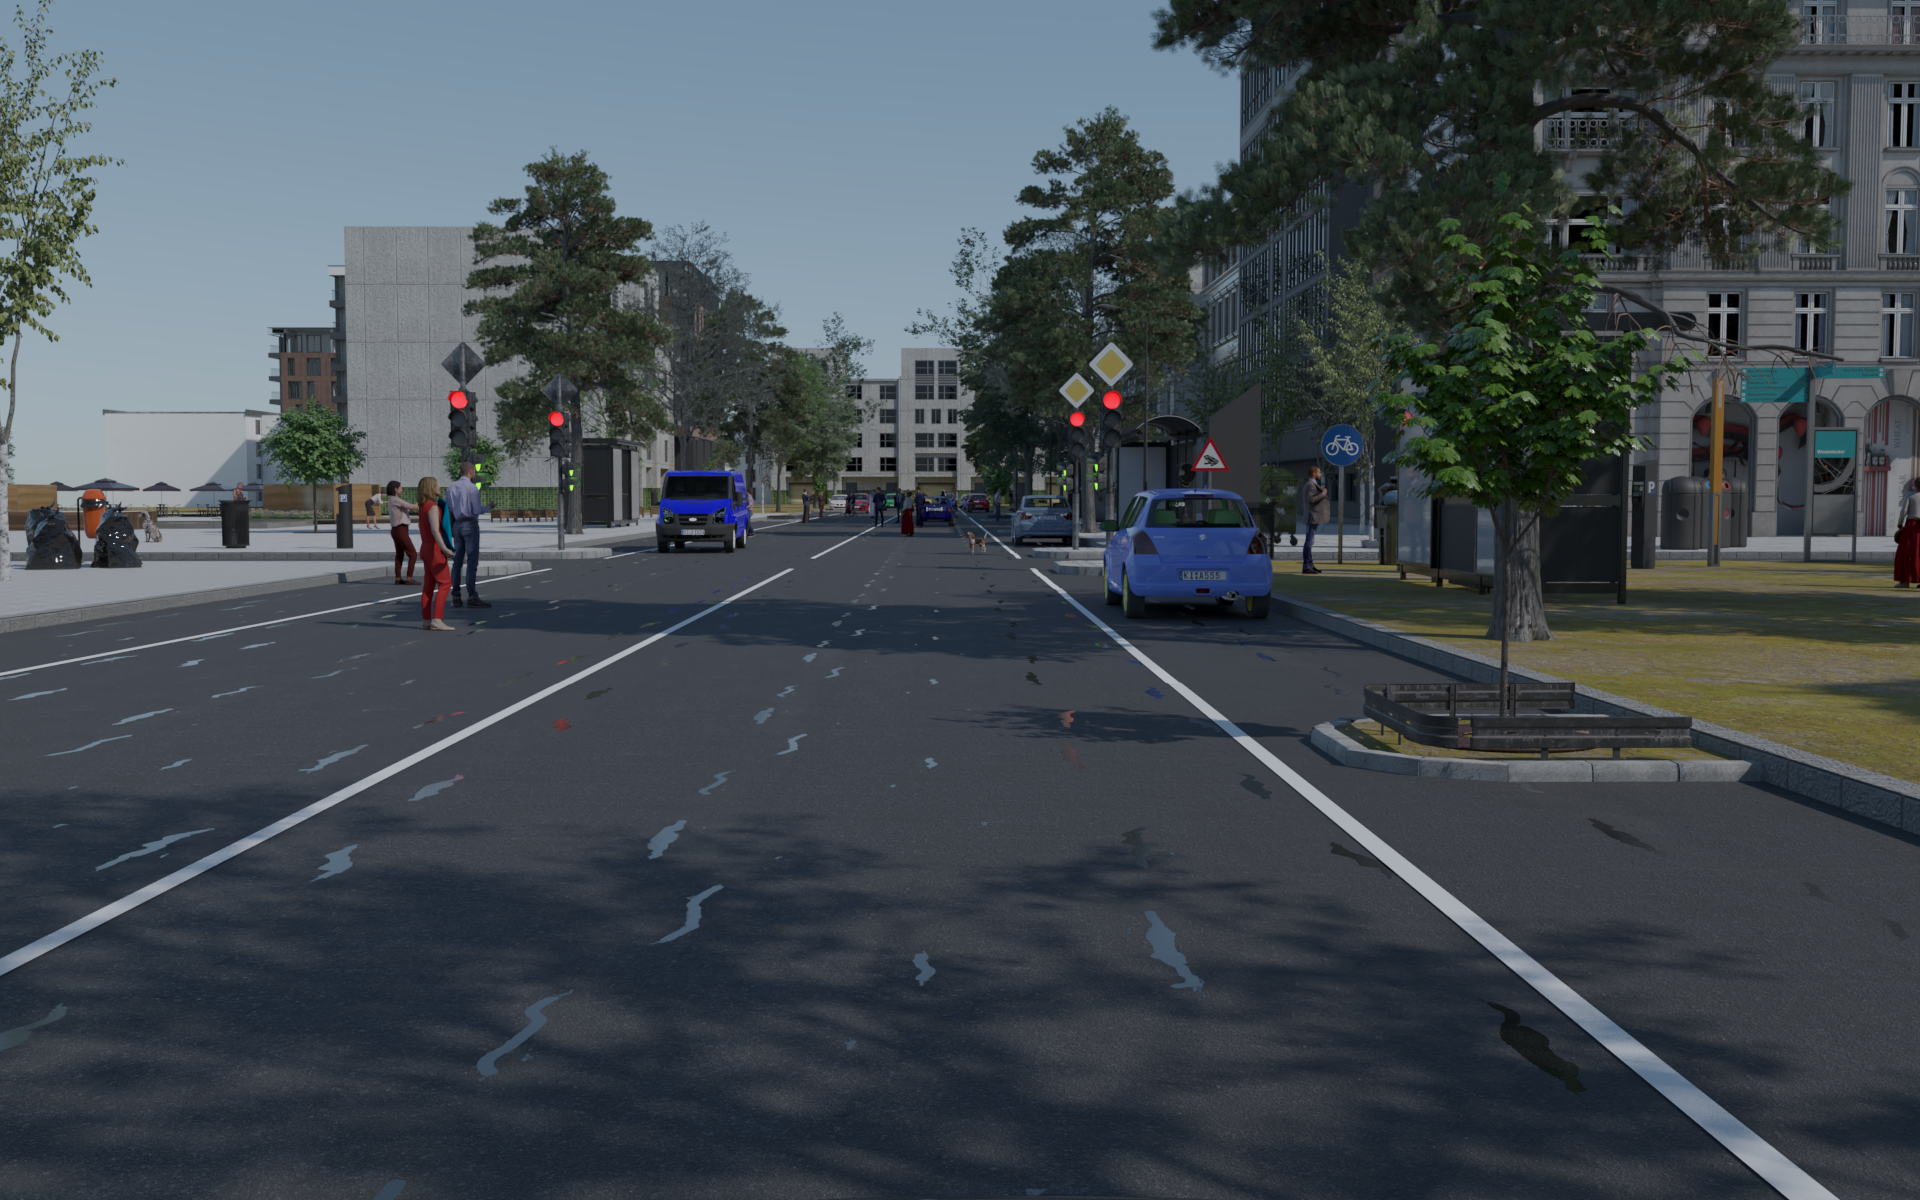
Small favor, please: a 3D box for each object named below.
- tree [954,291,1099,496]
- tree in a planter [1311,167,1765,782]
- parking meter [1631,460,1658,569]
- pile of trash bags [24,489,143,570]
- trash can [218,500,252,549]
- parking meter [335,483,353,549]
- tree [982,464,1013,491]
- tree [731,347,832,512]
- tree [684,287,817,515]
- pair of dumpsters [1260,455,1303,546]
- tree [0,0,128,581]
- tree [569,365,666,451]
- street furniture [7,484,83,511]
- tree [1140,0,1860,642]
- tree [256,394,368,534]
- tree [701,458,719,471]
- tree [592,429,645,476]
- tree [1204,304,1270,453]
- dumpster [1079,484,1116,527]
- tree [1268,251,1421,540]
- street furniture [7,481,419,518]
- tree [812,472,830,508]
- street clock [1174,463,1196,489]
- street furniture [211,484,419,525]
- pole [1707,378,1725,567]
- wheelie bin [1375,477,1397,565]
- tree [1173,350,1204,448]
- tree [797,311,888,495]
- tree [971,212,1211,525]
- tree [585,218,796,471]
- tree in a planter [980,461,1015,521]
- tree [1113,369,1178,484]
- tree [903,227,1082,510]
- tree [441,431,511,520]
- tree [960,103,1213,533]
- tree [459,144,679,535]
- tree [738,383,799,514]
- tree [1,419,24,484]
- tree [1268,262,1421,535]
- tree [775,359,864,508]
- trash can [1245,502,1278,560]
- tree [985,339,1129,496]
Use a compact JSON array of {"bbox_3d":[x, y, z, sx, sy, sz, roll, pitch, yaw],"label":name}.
[{"bbox_3d":[4.302,-12.107,104.606,9.857,13.997,8.962,0,3,0],"label":"tree"},{"bbox_3d":[3.021,-0.752,9.521,1.991,3.239,1.994,0,4,-1],"label":"tree in a planter"},{"bbox_3d":[11.740,-1.469,29.734,0.399,1.863,0.255,-2,4,-32],"label":"parking meter"},{"bbox_3d":[-15.640,-1.300,31.005,1.912,1.369,3.447,-1,4,-22],"label":"pile of trash bags"},{"bbox_3d":[-17.106,-1.788,40.887,0.748,1.137,0.748,0,3,0],"label":"trash can"},{"bbox_3d":[-14.469,-1.975,40.704,0.372,1.533,0.369,0,3,0],"label":"parking meter"},{"bbox_3d":[3.489,-10.775,159.888,4.285,4.588,4.351,0,3,0],"label":"tree"},{"bbox_3d":[-12.606,-11.970,121.469,9.928,11.665,9.643,0,3,0],"label":"tree"},{"bbox_3d":[-12.656,-12.056,104.539,7.806,13.903,7.818,0,3,0],"label":"tree"},{"bbox_3d":[7.719,-2.591,44.851,1.574,2.255,4.436,0,4,0],"label":"pair of dumpsters"},{"bbox_3d":[-14.316,-4.588,25.382,4.737,8.622,4.395,0,3,0],"label":"tree"},{"bbox_3d":[-21.038,-10.891,103.829,9.928,11.665,9.643,0,3,0],"label":"tree"},{"bbox_3d":[-43.819,-4.392,78.671,11.010,1.723,9.812,-1,4,-9],"label":"street furniture"},{"bbox_3d":[4.847,-5.683,14.976,6.751,12.117,7.091,0,3,0],"label":"tree"},{"bbox_3d":[-21.279,-4.479,56.942,4.285,4.588,4.351,0,3,0],"label":"tree"},{"bbox_3d":[-13.370,-5.949,91.874,1.663,3.219,1.824,0,3,0],"label":"tree"},{"bbox_3d":[-17.437,-6.273,86.274,4.285,4.588,4.351,0,3,0],"label":"tree"},{"bbox_3d":[11.686,-7.004,64.881,4.737,8.622,4.395,0,3,0],"label":"tree"},{"bbox_3d":[5.186,-3.629,65.100,1.264,1.857,1.865,0,4,-1],"label":"dumpster"},{"bbox_3d":[11.362,-5.946,47.572,4.737,8.622,4.395,0,3,0],"label":"tree"},{"bbox_3d":[-42.222,-5.721,98.569,27.439,1.986,14.083,-1,4,-17],"label":"street furniture"},{"bbox_3d":[-12.716,-9.797,154.780,1.663,3.219,1.824,0,3,0],"label":"tree"},{"bbox_3d":[5.279,-2.209,40.689,0.471,2.002,0.358,-1,4,-23],"label":"street clock"},{"bbox_3d":[-28.950,-4.258,76.465,9.812,1.723,11.010,2,4,35],"label":"street furniture"},{"bbox_3d":[13.345,-2.246,30.573,0.158,3.312,0.155,0,3,0],"label":"pole"},{"bbox_3d":[7.893,-1.429,31.268,0.693,1.594,0.980,0,4,-6],"label":"wheelie bin"},{"bbox_3d":[12.048,-7.993,81.043,4.737,8.622,4.395,0,3,0],"label":"tree"},{"bbox_3d":[-13.957,-19.962,182.259,12.611,20.169,13.585,0,3,0],"label":"tree"},{"bbox_3d":[5.532,-9.933,72.771,12.009,13.543,11.850,0,3,0],"label":"tree"},{"bbox_3d":[-12.323,-10.210,77.310,12.009,13.543,11.850,0,3,0],"label":"tree"},{"bbox_3d":[2.088,-5.817,92.324,1.991,3.239,1.994,0,4,-1],"label":"tree in a planter"},{"bbox_3d":[9.954,-8.836,94.838,4.360,8.622,3.978,0,3,0],"label":"tree"},{"bbox_3d":[2.814,-16.387,123.822,12.611,20.169,13.585,0,3,0],"label":"tree"},{"bbox_3d":[-24.100,-6.271,86.250,4.285,4.588,4.351,0,3,0],"label":"tree"},{"bbox_3d":[4.206,-9.144,56.922,7.806,13.903,7.818,0,3,0],"label":"tree"},{"bbox_3d":[-12.166,-8.108,54.628,6.751,12.117,7.091,0,3,0],"label":"tree"},{"bbox_3d":[-12.625,-9.927,112.662,4.360,8.622,3.978,0,3,0],"label":"tree"},{"bbox_3d":[-65.471,-8.442,100.932,11.467,7.101,20.602,1,4,11],"label":"tree"},{"bbox_3d":[12.296,-6.318,53.662,4.360,8.622,3.978,0,3,0],"label":"tree"},{"bbox_3d":[-13.398,-15.562,161.097,9.857,13.997,8.962,0,3,0],"label":"tree"},{"bbox_3d":[5.601,-1.277,32.533,0.748,1.137,0.748,0,3,0],"label":"trash can"},{"bbox_3d":[4.730,-9.223,85.205,7.601,10.594,8.767,0,4,1],"label":"tree"}]
